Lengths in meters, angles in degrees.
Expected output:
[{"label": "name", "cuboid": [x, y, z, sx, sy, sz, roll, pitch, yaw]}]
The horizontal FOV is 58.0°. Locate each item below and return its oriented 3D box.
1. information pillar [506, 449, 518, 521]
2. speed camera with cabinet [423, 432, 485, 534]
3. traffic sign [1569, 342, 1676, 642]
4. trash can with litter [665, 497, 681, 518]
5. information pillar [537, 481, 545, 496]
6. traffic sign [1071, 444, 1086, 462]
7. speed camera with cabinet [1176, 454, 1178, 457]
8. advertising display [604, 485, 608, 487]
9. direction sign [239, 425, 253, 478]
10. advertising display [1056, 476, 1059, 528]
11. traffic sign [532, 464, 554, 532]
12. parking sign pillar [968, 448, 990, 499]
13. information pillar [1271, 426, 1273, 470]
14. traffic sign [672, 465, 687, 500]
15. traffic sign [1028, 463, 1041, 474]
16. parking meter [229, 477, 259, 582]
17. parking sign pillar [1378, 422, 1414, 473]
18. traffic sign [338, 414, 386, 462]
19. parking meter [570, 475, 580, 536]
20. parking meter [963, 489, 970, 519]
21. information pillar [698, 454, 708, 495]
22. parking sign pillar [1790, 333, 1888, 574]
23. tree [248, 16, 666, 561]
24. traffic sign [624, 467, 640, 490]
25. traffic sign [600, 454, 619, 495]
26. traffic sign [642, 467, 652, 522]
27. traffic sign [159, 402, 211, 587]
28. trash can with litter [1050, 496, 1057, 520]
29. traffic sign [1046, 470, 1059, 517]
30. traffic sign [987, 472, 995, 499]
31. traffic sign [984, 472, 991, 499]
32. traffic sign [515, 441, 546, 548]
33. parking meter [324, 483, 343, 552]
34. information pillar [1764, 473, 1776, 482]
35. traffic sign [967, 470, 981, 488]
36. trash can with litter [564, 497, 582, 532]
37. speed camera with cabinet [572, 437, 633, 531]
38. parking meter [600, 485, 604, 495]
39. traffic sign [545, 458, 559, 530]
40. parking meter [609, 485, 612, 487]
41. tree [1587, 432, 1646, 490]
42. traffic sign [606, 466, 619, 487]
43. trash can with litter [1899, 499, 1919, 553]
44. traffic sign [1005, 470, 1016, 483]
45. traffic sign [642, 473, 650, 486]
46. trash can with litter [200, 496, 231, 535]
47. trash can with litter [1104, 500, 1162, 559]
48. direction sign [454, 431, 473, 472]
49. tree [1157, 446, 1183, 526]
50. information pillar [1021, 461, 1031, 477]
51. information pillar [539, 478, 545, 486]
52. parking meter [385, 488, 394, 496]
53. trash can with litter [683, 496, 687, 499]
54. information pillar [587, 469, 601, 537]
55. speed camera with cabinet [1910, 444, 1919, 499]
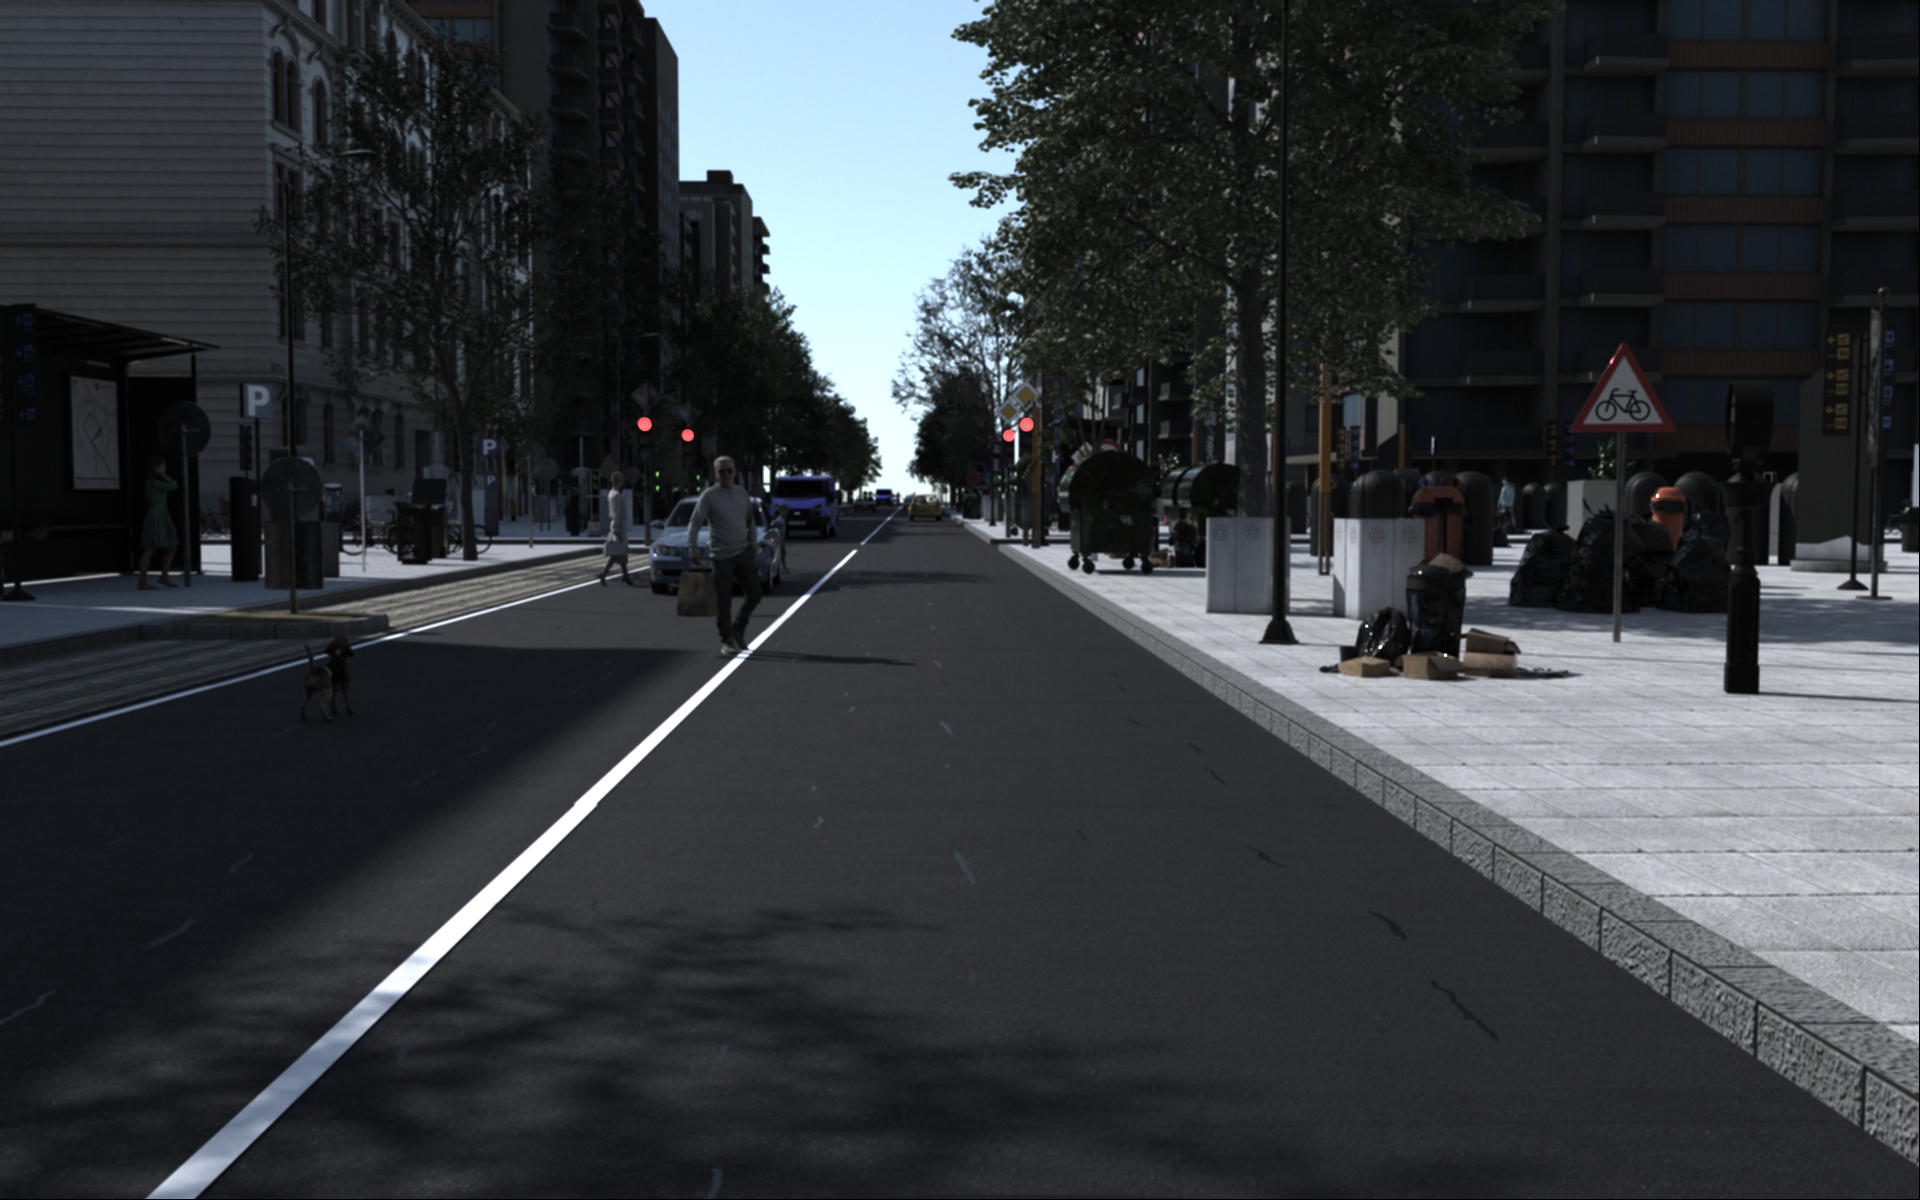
[{"label": "information pillar", "cuboid": [-21.030, -5.494, 81.173, 0.504, 3.616, 0.183, 1, 4, 19]}, {"label": "speed camera with cabinet", "cuboid": [-16.137, -3.749, 55.634, 2.038, 3.252, 0.660, -2, 4, -33]}, {"label": "traffic sign", "cuboid": [5.684, -0.912, 14.920, 0.884, 2.594, 0.081, 0, 4, 6]}, {"label": "trash can with litter", "cuboid": [-15.605, -4.956, 92.425, 1.055, 1.170, 0.624, 0, 4, 6]}, {"label": "information pillar", "cuboid": [-22.815, -5.490, 94.261, 0.304, 2.012, 0.304, 3, 4, 37]}, {"label": "traffic sign", "cuboid": [3.156, -2.647, 43.019, 0.795, 2.593, 0.064, 0, 4, 3]}, {"label": "speed camera with cabinet", "cuboid": [11.263, -5.533, 84.801, 0.660, 3.252, 2.038, -3, 5, -41]}, {"label": "advertising display", "cuboid": [-25.592, -7.318, 124.859, 0.974, 1.923, 0.123, 1, 4, 8]}, {"label": "direction sign", "cuboid": [-23.578, -3.991, 57.246, 0.379, 3.537, 0.876, 0, 4, 1]}, {"label": "advertising display", "cuboid": [3.811, -3.502, 62.478, 0.123, 1.923, 0.974, -2, 4, -35]}, {"label": "traffic sign", "cuboid": [-14.334, -3.623, 59.247, 0.884, 2.594, 0.081, 0, 4, 3]}, {"label": "parking sign pillar", "cuboid": [1.131, -6.856, 100.573, 1.447, 3.967, 1.447, 0, 4, -7]}, {"label": "information pillar", "cuboid": [10.795, -4.139, 59.022, 0.504, 3.616, 0.183, 3, 5, 43]}, {"label": "traffic sign", "cuboid": [-12.340, -4.699, 76.833, 0.884, 2.594, 0.081, 0, 4, 4]}, {"label": "traffic sign", "cuboid": [2.999, -4.226, 69.195, 0.768, 2.556, 0.104, 0, 4, 2]}, {"label": "parking meter", "cuboid": [-10.528, -1.043, 25.472, 0.372, 1.533, 0.369, 0, 3, 0]}, {"label": "parking sign pillar", "cuboid": [16.473, -4.709, 65.470, 1.447, 3.967, 1.447, 2, 4, 33]}, {"label": "traffic sign", "cuboid": [-9.817, -1.756, 28.437, 0.795, 2.593, 0.064, 0, 4, 3]}, {"label": "parking meter", "cuboid": [-11.841, -2.905, 53.210, 0.255, 1.863, 0.399, -1, 4, -17]}, {"label": "parking meter", "cuboid": [0.317, -5.048, 90.940, 0.372, 1.533, 0.369, 0, 3, 0]}, {"label": "information pillar", "cuboid": [-16.124, -7.224, 109.469, 0.504, 3.616, 0.183, -1, 4, -13]}, {"label": "parking sign pillar", "cuboid": [14.542, -2.451, 28.551, 1.447, 3.967, 1.447, -2, 4, -30]}, {"label": "tree", "cuboid": [-9.486, -6.055, 33.415, 8.767, 10.594, 7.601, -1, 4, -11]}, {"label": "traffic sign", "cuboid": [-15.153, -4.889, 80.035, 0.768, 2.556, 0.104, 0, 4, 0]}, {"label": "traffic sign", "cuboid": [-11.264, -3.395, 55.518, 0.884, 2.594, 0.081, 0, 4, 7]}, {"label": "traffic sign", "cuboid": [-14.005, -4.801, 78.495, 0.884, 2.594, 0.081, 0, 4, 5]}, {"label": "traffic sign", "cuboid": [-10.687, -1.454, 23.887, 0.768, 2.556, 0.104, 0, 4, 7]}, {"label": "trash can with litter", "cuboid": [4.307, -4.590, 86.104, 2.233, 1.210, 1.678, 0, 4, -6]}, {"label": "traffic sign", "cuboid": [4.879, -5.530, 90.516, 0.768, 2.556, 0.104, 0, 4, 6]}, {"label": "traffic sign", "cuboid": [1.921, -5.940, 97.221, 0.768, 2.556, 0.104, 0, 4, 8]}, {"label": "traffic sign", "cuboid": [1.732, -6.040, 98.853, 0.768, 2.556, 0.104, 0, 4, 2]}, {"label": "traffic sign", "cuboid": [-10.246, -2.519, 41.295, 0.768, 2.556, 0.104, 0, 4, 6]}, {"label": "parking meter", "cuboid": [-13.875, -1.832, 38.357, 0.372, 1.533, 0.369, 0, 3, 0]}, {"label": "information pillar", "cuboid": [27.689, -3.349, 59.256, 0.304, 2.012, 0.304, -3, 5, -39]}, {"label": "traffic sign", "cuboid": [0.741, -5.592, 91.529, 0.768, 2.556, 0.104, 0, 4, 6]}, {"label": "trash can with litter", "cuboid": [-13.120, -2.923, 59.178, 0.624, 1.170, 1.055, -2, 4, -31]}, {"label": "speed camera with cabinet", "cuboid": [-12.521, -4.055, 60.642, 2.038, 3.252, 0.660, 1, 4, 12]}, {"label": "parking meter", "cuboid": [-22.174, -6.185, 106.836, 0.399, 1.863, 0.255, -3, 4, -37]}, {"label": "traffic sign", "cuboid": [-14.578, -3.746, 61.358, 0.768, 2.556, 0.104, 0, 4, 2]}, {"label": "parking meter", "cuboid": [-23.394, -6.765, 116.316, 0.255, 1.863, 0.399, 0, 4, 7]}, {"label": "tree", "cuboid": [20.076, -3.610, 53.623, 1.663, 3.219, 1.824, 0, 3, 0]}, {"label": "traffic sign", "cuboid": [-15.227, -4.647, 76.091, 0.768, 2.556, 0.104, 0, 4, 6]}, {"label": "trash can with litter", "cuboid": [21.081, -1.616, 37.804, 0.624, 1.170, 1.055, -2, 4, -27]}, {"label": "traffic sign", "cuboid": [2.124, -4.225, 71.202, 0.606, 2.300, 0.079, 0, 4, 1]}, {"label": "traffic sign", "cuboid": [-15.359, -5.089, 85.328, 0.606, 2.300, 0.079, 0, 4, 0]}, {"label": "trash can with litter", "cuboid": [-23.581, -2.694, 55.102, 2.233, 1.210, 1.678, 1, 4, 19]}, {"label": "trash can with litter", "cuboid": [3.456, -1.419, 34.586, 1.055, 1.170, 0.624, -1, 4, -20]}, {"label": "direction sign", "cuboid": [-17.804, -4.290, 62.132, 0.379, 3.537, 0.876, 2, 4, 27]}, {"label": "tree", "cuboid": [8.685, -4.610, 69.980, 1.663, 3.219, 1.824, 0, 3, 0]}, {"label": "information pillar", "cuboid": [4.372, -7.739, 117.886, 0.504, 3.616, 0.183, -2, 4, -26]}, {"label": "information pillar", "cuboid": [-25.359, -6.959, 105.130, 0.183, 3.616, 0.504, 2, 4, 29]}, {"label": "parking meter", "cuboid": [-24.433, -4.025, 74.225, 0.372, 1.533, 0.369, 0, 3, 0]}, {"label": "trash can with litter", "cuboid": [-15.435, -5.229, 96.884, 0.624, 1.170, 1.055, 0, 4, -5]}, {"label": "information pillar", "cuboid": [-10.920, -2.882, 51.618, 0.304, 2.012, 0.304, -2, 4, -33]}, {"label": "speed camera with cabinet", "cuboid": [36.458, -4.290, 64.481, 2.038, 3.252, 0.660, -1, 4, -14]}]
